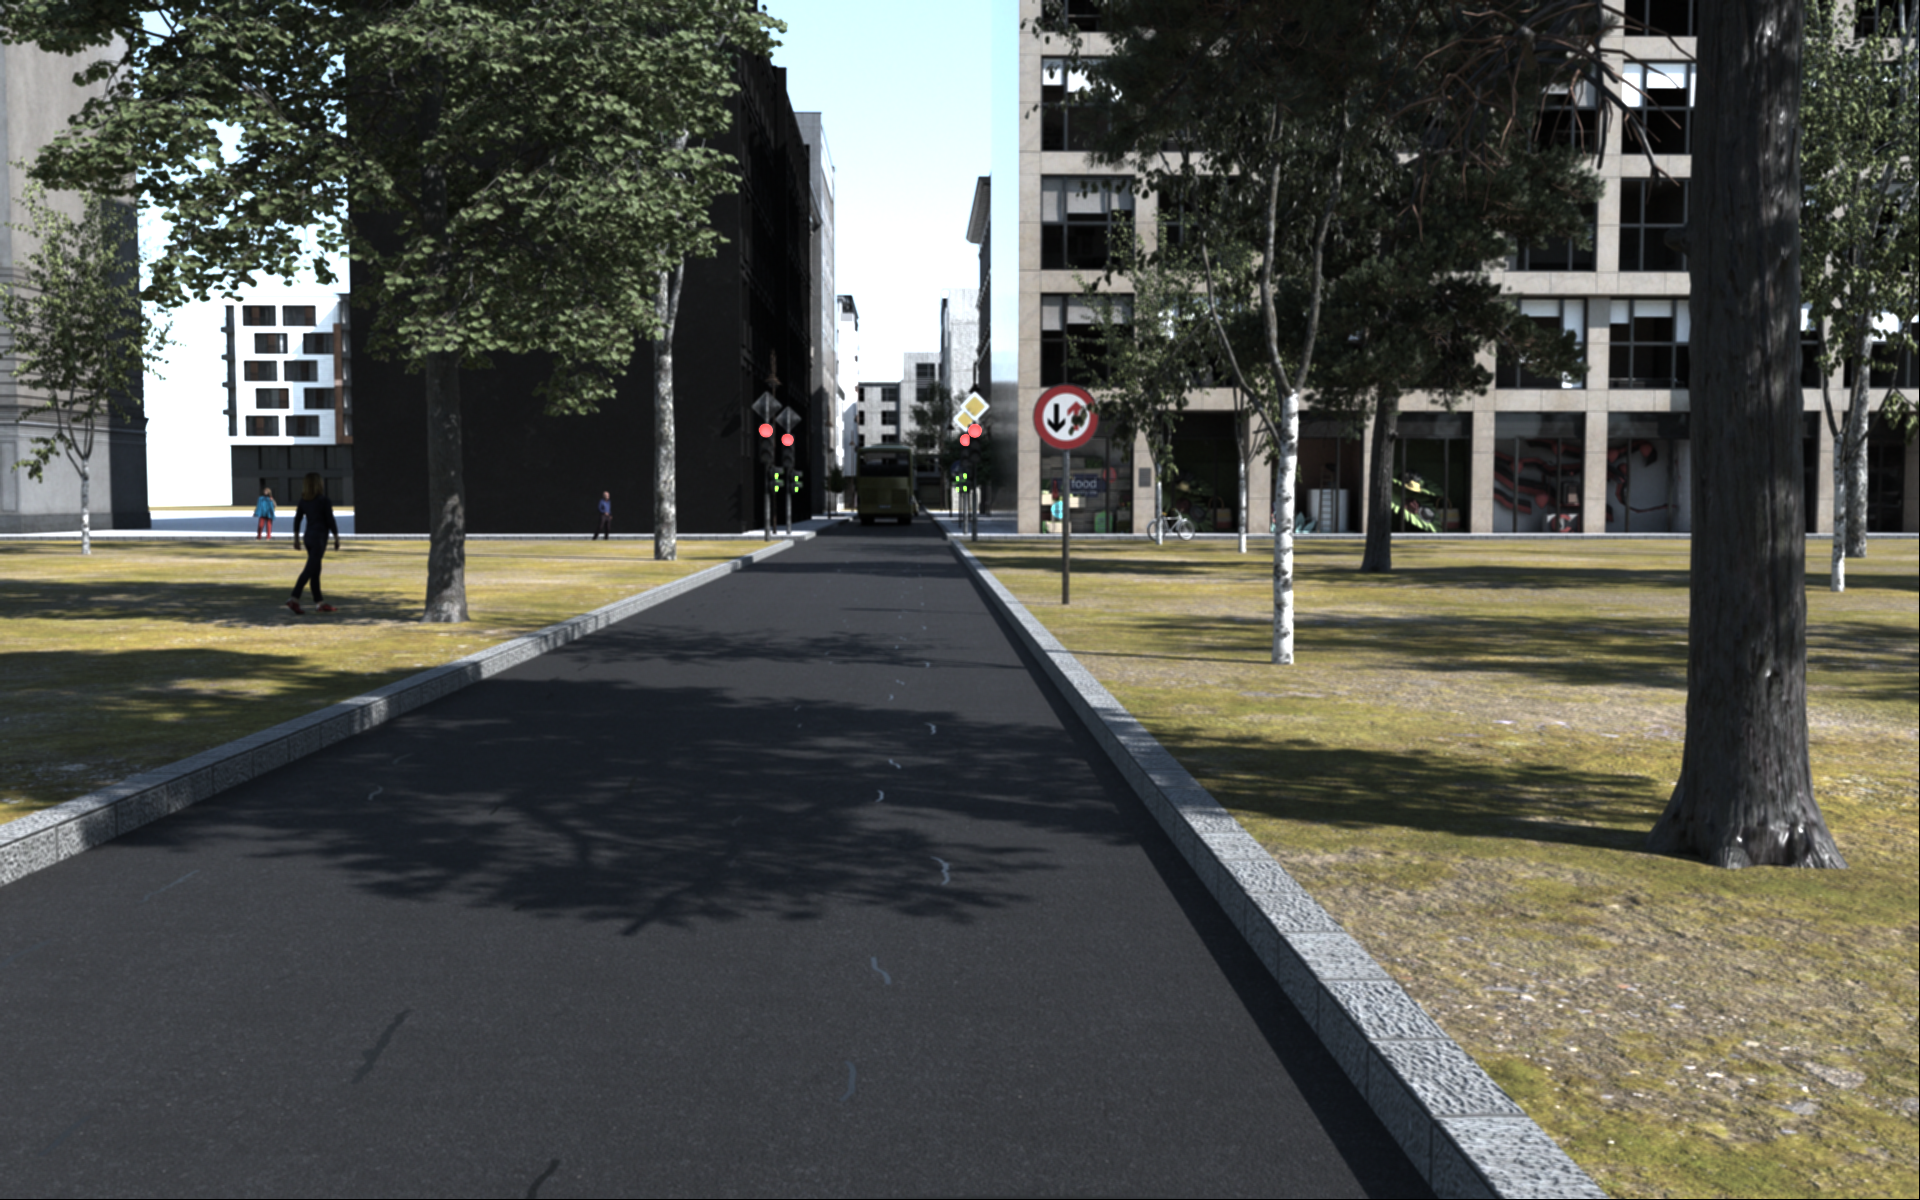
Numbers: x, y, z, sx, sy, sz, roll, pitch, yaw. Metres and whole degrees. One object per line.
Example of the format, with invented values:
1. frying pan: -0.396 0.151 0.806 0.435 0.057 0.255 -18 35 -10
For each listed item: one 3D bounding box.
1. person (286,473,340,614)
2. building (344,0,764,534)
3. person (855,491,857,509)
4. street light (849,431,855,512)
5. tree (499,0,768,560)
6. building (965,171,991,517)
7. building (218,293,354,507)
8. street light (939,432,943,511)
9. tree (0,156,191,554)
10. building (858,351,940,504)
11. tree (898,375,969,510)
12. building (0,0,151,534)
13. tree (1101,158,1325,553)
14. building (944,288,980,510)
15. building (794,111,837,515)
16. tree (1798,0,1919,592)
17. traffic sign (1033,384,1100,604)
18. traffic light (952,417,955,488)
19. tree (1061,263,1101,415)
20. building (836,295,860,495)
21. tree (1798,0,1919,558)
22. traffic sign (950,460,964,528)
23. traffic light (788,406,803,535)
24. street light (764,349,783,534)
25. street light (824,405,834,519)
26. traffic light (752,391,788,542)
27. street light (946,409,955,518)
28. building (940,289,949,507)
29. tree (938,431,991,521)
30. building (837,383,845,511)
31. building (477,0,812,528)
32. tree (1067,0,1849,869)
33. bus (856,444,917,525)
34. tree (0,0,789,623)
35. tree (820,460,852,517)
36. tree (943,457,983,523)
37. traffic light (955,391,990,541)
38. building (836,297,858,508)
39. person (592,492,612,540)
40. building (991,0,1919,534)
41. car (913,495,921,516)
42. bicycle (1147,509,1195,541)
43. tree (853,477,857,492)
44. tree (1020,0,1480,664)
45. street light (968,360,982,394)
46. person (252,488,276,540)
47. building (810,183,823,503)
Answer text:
1. person: -7.000 -0.618 18.691 0.480 1.512 0.613 1 4 9
2. building: -13.347 -14.240 62.500 12.332 23.373 15.834 0 4 -2
3. person: -8.928 -8.858 151.542 0.621 1.740 0.551 1 4 12
4. street light: -7.740 -9.283 124.556 0.468 5.910 1.993 0 4 -2
5. tree: -7.148 -10.811 32.644 12.611 20.169 13.585 0 3 0
6. building: 5.665 -15.849 110.034 10.553 20.767 40.483 0 4 -2
7. building: -60.330 -21.158 189.914 32.646 21.610 27.936 0 4 -2
8. street light: -1.389 -9.567 129.208 0.468 5.910 1.993 0 4 -2
9. tree: -18.757 -5.303 37.066 4.737 8.622 4.395 0 3 0
10. building: -7.319 -21.797 222.842 31.486 18.905 16.747 0 4 -2
11. tree: -1.413 -12.345 136.258 7.601 10.594 8.767 0 4 -6
12. building: -39.008 -12.844 59.148 18.267 20.994 9.793 0 4 -2
13. tree: 6.359 -5.333 37.551 4.737 8.622 4.395 0 3 0
14. building: 7.190 -17.786 157.265 16.747 18.905 31.486 0 4 -2
15. building: -14.807 -18.299 117.203 12.078 24.808 19.932 0 4 -2
16. tree: 11.503 -4.400 22.310 4.737 8.622 4.395 0 3 0
17. traffic sign: 1.230 -1.222 20.084 0.768 2.556 0.104 0 4 5
18. traffic light: 0.158 -4.013 54.864 0.839 4.213 0.868 0 4 -2
19. tree: 4.834 -5.705 43.645 4.737 8.622 4.395 0 3 0
20. building: -27.704 -21.232 191.110 32.646 21.610 27.936 0 4 -2
21. tree: 19.522 -10.896 34.031 12.611 20.169 13.585 0 3 0
22. traffic sign: 0.006 -3.992 65.379 0.768 2.556 0.104 0 4 1
23. traffic light: -5.400 -4.003 54.698 0.839 4.213 0.868 0 4 -2
24. street light: -5.936 -5.044 55.255 0.468 5.910 1.993 0 4 -2
25. street light: -6.793 -7.163 89.907 0.468 5.910 1.993 0 4 -2
26. traffic light: -5.184 -3.515 46.716 0.839 4.213 0.868 0 4 -2
27. street light: -0.506 -7.448 94.557 0.468 5.910 1.993 0 4 -2
28. building: 11.728 -21.127 189.402 27.936 21.610 32.646 0 4 -2
29. tree: 0.492 -6.155 84.349 4.285 4.588 4.351 0 3 0
30. building: -14.119 -12.367 144.342 9.099 9.664 28.070 0 4 -2
31. building: -13.395 -15.207 78.309 12.332 23.373 15.834 0 4 -2
32. tree: 2.810 -5.131 5.942 6.751 12.117 7.091 0 3 0
33. bus: -3.533 -5.639 83.752 2.896 3.916 12.252 0 4 -1
34. tree: -5.481 -6.070 17.377 7.486 12.596 7.792 0 3 0
35. tree: -7.108 -6.420 99.566 1.663 3.219 1.824 0 3 0
36. tree: 0.244 -5.125 78.394 1.663 3.219 1.824 0 3 0
37. traffic light: 0.375 -3.525 46.882 0.839 4.213 0.868 0 4 -2
38. building: -17.676 -18.789 163.622 16.016 20.091 11.380 0 4 -2
39. person: -10.063 -2.311 48.978 0.574 1.496 0.600 -2 4 -33
40. building: 18.578 -15.905 64.560 34.151 26.468 19.350 0 4 -2
41. car: -3.571 -6.258 112.541 2.015 1.641 3.980 0 4 0
42. bicycle: 5.816 -2.121 47.896 1.543 0.972 0.635 -1 4 -20
43. tree: -10.097 -11.589 173.191 4.285 4.588 4.351 0 3 0
44. tree: 2.434 -3.837 13.091 4.360 8.622 3.978 0 3 0
45. street light: 0.507 -5.329 59.909 0.468 5.910 1.993 0 4 -2
46. person: -20.566 -2.510 51.238 0.593 1.614 0.444 1 4 13
47. building: -13.955 -15.940 96.783 11.583 22.565 21.152 0 4 -2
